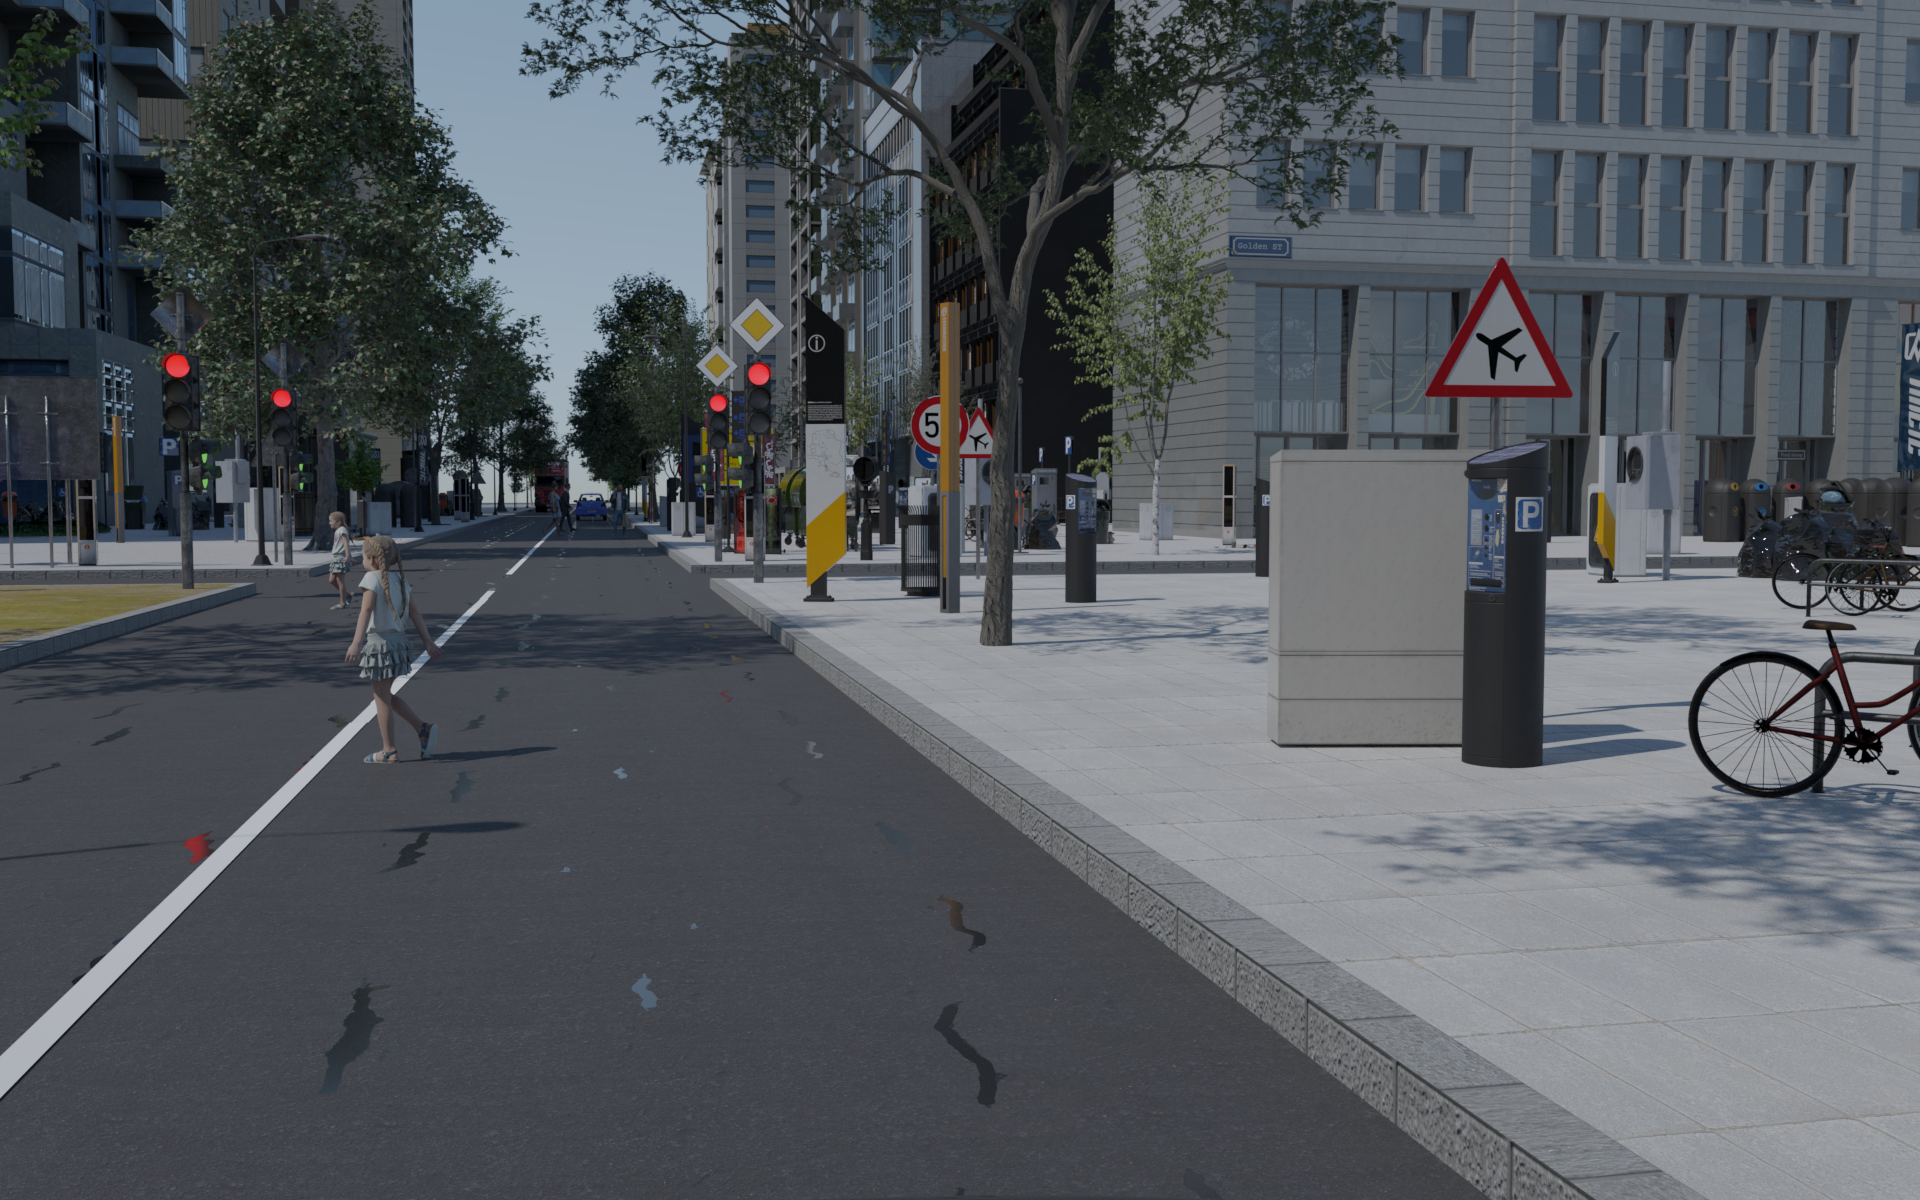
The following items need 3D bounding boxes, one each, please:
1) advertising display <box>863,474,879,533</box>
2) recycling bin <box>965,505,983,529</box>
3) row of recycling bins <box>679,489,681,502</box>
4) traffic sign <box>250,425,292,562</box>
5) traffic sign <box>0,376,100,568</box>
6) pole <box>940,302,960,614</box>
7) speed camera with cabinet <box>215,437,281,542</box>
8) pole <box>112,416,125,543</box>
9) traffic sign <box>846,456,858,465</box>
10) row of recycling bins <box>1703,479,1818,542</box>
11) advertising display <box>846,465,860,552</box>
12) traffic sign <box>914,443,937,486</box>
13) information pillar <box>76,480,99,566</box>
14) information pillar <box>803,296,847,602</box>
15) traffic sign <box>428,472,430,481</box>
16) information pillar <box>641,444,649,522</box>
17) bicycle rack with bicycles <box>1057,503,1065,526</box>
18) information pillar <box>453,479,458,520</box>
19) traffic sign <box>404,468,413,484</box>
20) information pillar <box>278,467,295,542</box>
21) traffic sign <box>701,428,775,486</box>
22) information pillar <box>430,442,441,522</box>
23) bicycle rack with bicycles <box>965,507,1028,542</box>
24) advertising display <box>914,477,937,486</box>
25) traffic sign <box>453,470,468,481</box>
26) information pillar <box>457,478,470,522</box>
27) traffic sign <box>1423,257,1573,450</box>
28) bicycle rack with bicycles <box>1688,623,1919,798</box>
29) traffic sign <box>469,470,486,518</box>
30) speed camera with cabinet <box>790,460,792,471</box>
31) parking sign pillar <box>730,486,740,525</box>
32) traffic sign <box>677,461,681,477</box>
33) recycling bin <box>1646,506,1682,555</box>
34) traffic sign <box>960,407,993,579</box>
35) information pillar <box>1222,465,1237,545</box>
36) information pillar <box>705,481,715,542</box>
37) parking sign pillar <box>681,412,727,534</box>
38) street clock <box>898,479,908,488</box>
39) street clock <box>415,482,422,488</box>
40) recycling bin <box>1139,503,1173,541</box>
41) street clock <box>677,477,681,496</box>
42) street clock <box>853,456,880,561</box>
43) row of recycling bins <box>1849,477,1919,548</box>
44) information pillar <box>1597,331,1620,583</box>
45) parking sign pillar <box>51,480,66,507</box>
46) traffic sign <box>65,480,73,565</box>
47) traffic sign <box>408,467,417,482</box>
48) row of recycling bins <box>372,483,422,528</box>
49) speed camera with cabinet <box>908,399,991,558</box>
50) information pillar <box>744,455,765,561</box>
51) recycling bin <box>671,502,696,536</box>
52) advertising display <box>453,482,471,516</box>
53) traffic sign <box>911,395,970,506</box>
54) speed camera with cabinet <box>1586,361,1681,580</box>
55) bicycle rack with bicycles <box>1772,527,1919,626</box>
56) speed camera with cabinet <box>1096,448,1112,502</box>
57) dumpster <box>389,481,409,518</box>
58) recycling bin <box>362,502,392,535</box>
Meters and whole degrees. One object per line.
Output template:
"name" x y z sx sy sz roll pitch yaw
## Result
"advertising display" -2.757 -3.152 56.751 0.974 1.923 0.123 3 4 36
"recycling bin" 0.531 -3.091 63.085 0.722 1.027 0.722 0 4 -1
"row of recycling bins" -15.809 -5.928 104.042 1.069 1.692 3.534 1 4 16
"traffic sign" -12.853 -1.987 32.489 0.884 2.594 0.081 0 4 -4
"traffic sign" -16.103 -2.207 29.956 2.265 3.308 0.079 -1 4 -10
"pole" -0.107 -1.513 18.586 0.158 3.312 0.155 0 3 0
"speed camera with cabinet" -19.125 -3.201 46.666 0.660 3.252 2.038 1 4 17
"pole" -22.050 -3.152 45.385 0.158 3.312 0.155 0 3 0
"traffic sign" -2.983 -2.662 45.650 0.606 2.300 0.079 0 4 -3
"row of recycling bins" 21.707 -2.403 46.407 3.534 1.692 1.069 0 4 -1
"advertising display" -2.658 -2.044 38.634 0.974 1.923 0.123 2 4 35
"traffic sign" -0.584 -2.225 36.491 0.768 2.556 0.104 0 4 -7
"information pillar" -15.650 -1.624 31.041 0.304 2.012 0.304 -1 4 -21
"information pillar" -1.602 -1.785 20.538 0.504 3.616 0.183 1 4 9
"traffic sign" -24.819 -4.830 81.101 0.606 2.300 0.079 -1 4 -9
"information pillar" -14.718 -5.471 80.813 0.183 3.616 0.504 -2 4 -33
"bicycle rack with bicycles" 3.830 -3.406 69.077 2.925 0.926 2.852 -1 4 -18
"information pillar" -24.628 -4.923 84.975 0.304 2.012 0.304 0 4 7
"traffic sign" -26.740 -5.167 84.584 0.768 2.556 0.104 0 4 -5
"information pillar" -18.111 -2.575 46.592 0.304 2.012 0.304 0 4 -4
"traffic sign" -6.818 -3.632 53.256 2.265 3.308 0.079 0 4 -7
"information pillar" -23.651 -5.298 77.971 0.183 3.616 0.504 1 4 21
"bicycle rack with bicycles" 0.170 -2.080 47.395 2.925 0.926 2.852 1 4 23
"advertising display" -1.288 -3.639 64.710 0.974 1.923 0.123 3 4 36
"traffic sign" -26.268 -5.561 91.026 0.768 2.556 0.104 0 4 -8
"information pillar" -22.550 -4.551 78.905 0.304 2.012 0.304 1 4 12
"traffic sign" 2.970 -0.589 9.627 0.884 2.594 0.081 -1 4 -11
"bicycle rack with bicycles" 4.961 0.372 7.305 2.925 0.926 2.852 3 5 42
"traffic sign" -25.496 -5.602 91.602 0.884 2.594 0.081 -1 4 -11
"speed camera with cabinet" -9.236 -6.434 99.525 0.660 3.252 2.038 -2 4 -31
"parking sign pillar" -9.001 -4.883 68.304 1.447 3.967 1.447 0 4 -4
"traffic sign" -9.681 -3.771 61.770 0.768 2.556 0.104 0 4 -5
"recycling bin" 14.961 -1.497 37.027 0.722 1.027 0.722 1 4 9
"traffic sign" 0.271 -1.589 25.980 0.884 2.594 0.081 -1 4 -10
"information pillar" 6.742 -2.374 43.308 0.304 2.012 0.304 1 4 20
"information pillar" -6.693 -2.566 46.439 0.304 2.012 0.304 0 4 -8
"parking sign pillar" -8.506 -4.186 56.910 1.447 3.967 1.447 0 4 -7
"street clock" -2.695 -4.720 81.737 0.358 2.002 0.471 -3 4 -38
"street clock" -26.051 -4.808 83.183 0.358 2.002 0.471 1 4 15
"recycling bin" 5.463 -2.179 48.185 0.722 1.027 0.722 -1 4 -21
"street clock" -12.273 -4.287 74.660 0.471 2.002 0.358 -3 5 -41
"street clock" -1.808 -1.766 33.450 0.471 2.002 0.358 1 4 22
"row of recycling bins" 23.018 -2.199 43.070 1.069 1.692 3.534 -1 4 -9
"information pillar" 9.310 -2.049 24.856 0.183 3.616 0.504 3 5 41
"parking sign pillar" -34.137 -4.724 65.702 1.447 3.967 1.447 -2 4 -33
"traffic sign" -16.184 -1.915 31.420 0.768 2.556 0.104 0 4 -5
"traffic sign" -24.723 -4.834 79.043 0.884 2.594 0.081 0 4 -7
"row of recycling bins" -22.411 -3.628 66.434 3.534 1.692 1.069 0 4 3
"speed camera with cabinet" -0.055 -2.519 35.521 2.038 3.252 0.660 -2 4 -33
"information pillar" -3.918 -1.748 33.070 0.304 2.012 0.304 1 4 19
"recycling bin" -8.514 -2.495 53.344 0.722 1.027 0.722 -1 4 -9
"advertising display" -26.461 -5.318 92.162 0.974 1.923 0.123 -2 4 -32
"traffic sign" -0.260 -1.368 22.470 0.768 2.556 0.104 0 4 -5
"speed camera with cabinet" 10.320 -1.972 26.581 0.660 3.252 2.038 0 4 -3
"bicycle rack with bicycles" 10.079 -0.301 18.297 2.925 0.926 2.852 3 5 45
"speed camera with cabinet" 5.954 -4.804 72.880 0.660 3.252 2.038 1 4 14
"dumpster" -24.894 -4.366 77.148 1.264 1.857 1.865 -1 4 -12
"recycling bin" -18.297 -2.551 54.266 0.722 1.027 0.722 -3 5 -43
